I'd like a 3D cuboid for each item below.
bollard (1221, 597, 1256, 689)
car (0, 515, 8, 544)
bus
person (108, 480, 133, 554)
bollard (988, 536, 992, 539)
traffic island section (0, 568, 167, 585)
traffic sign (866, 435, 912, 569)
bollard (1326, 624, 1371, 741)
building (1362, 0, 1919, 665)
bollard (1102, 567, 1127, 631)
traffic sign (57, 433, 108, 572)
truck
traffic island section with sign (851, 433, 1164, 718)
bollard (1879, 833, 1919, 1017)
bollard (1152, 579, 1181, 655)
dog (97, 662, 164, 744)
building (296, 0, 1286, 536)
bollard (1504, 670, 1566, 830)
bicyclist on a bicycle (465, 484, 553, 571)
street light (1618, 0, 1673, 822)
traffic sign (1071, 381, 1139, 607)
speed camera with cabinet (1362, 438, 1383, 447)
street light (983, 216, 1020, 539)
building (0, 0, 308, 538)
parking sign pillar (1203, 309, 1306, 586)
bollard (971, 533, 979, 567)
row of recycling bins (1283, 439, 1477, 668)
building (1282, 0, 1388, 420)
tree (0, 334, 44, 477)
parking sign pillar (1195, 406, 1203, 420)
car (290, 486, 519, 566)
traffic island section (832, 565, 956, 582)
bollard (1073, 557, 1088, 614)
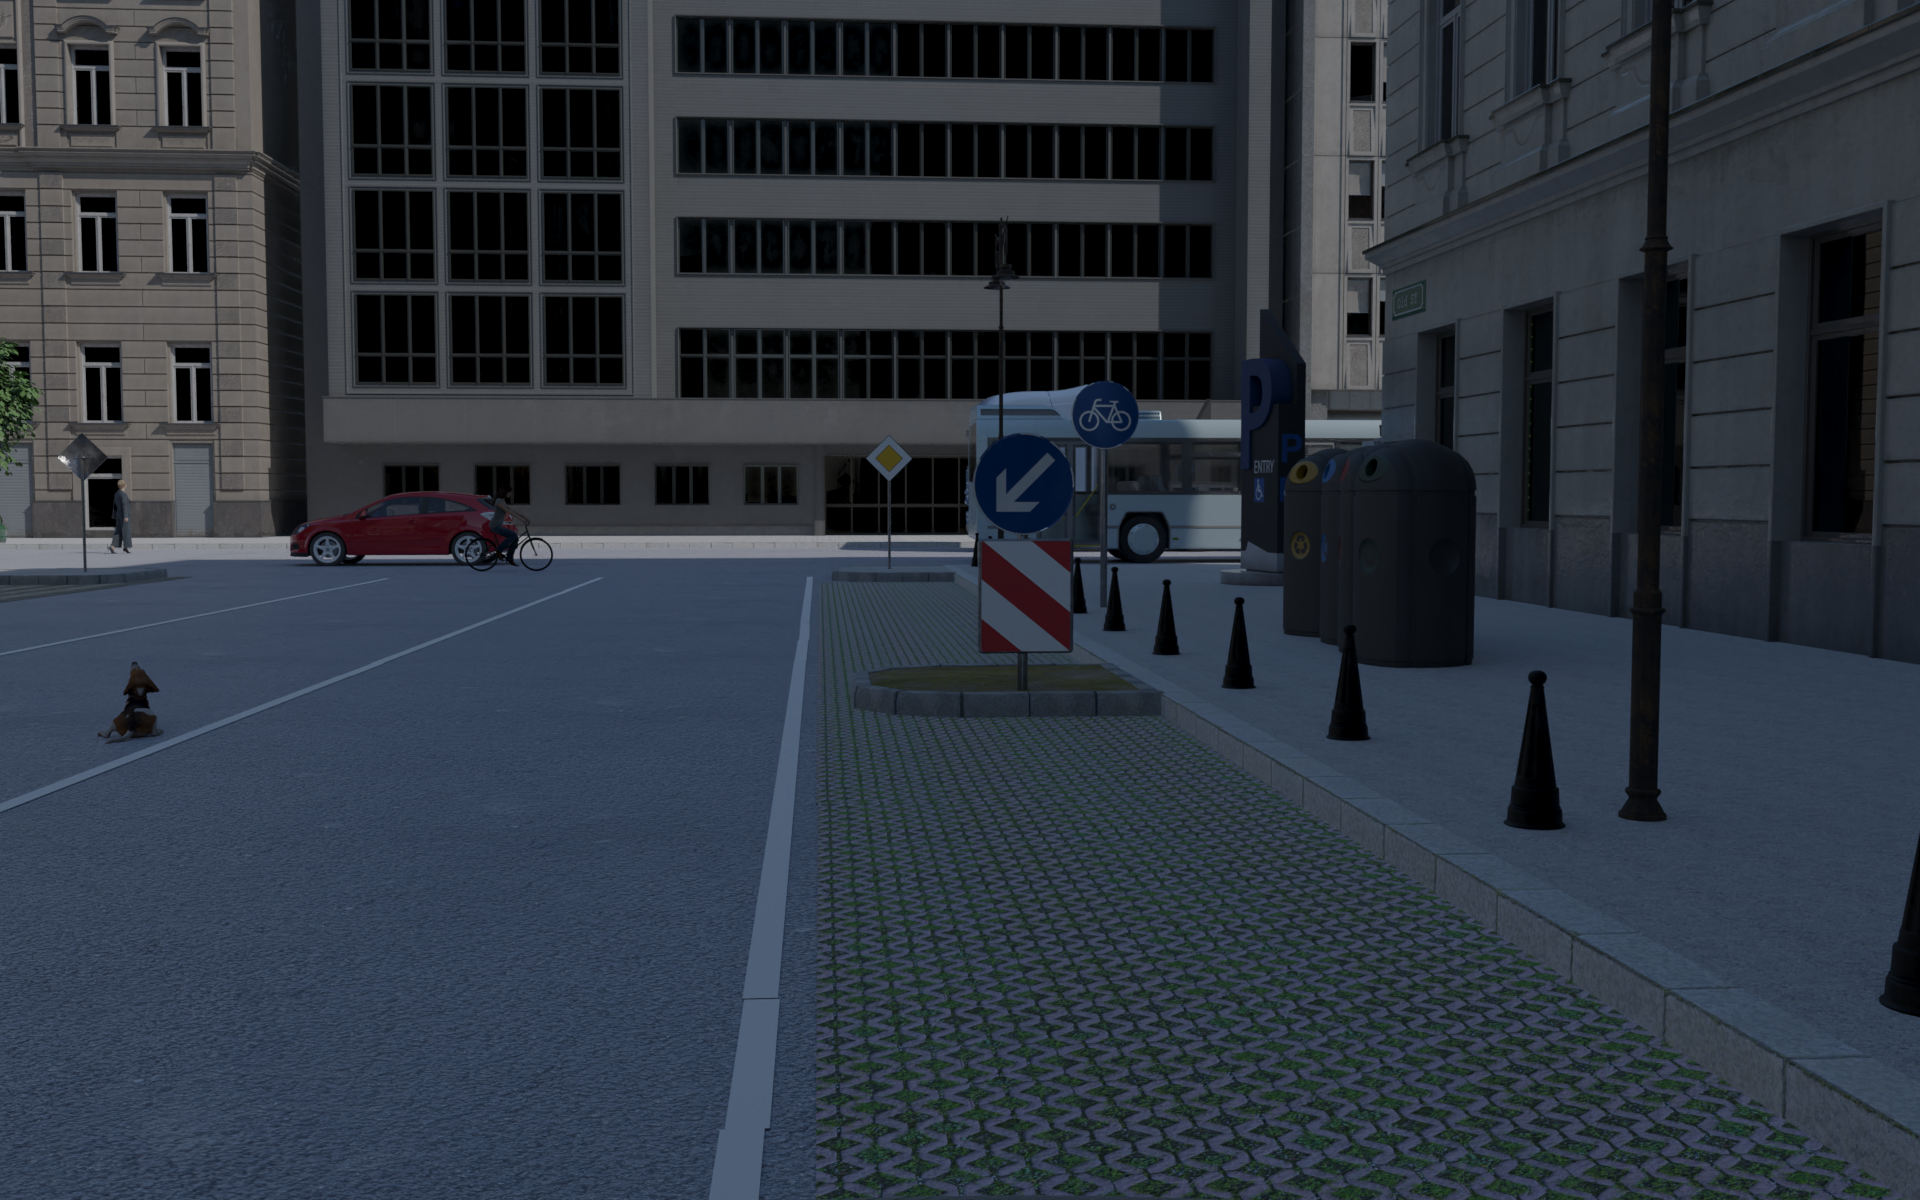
[{"bbox_3d":[1.848,0.279,11.472,0.229,0.601,0.229,0,3,0],"label":"bollard"},{"bbox_3d":[-24.885,-1.739,40.233,4.920,1.459,2.131,0,4,-4],"label":"car"},{"bbox_3d":[6.864,-2.578,37.005,13.247,3.499,2.948,0,4,-4],"label":"bus"},{"bbox_3d":[-20.154,-2.000,41.629,0.576,1.772,0.534,1,4,15],"label":"person"},{"bbox_3d":[0.491,-0.744,28.208,0.229,0.601,0.229,0,3,0],"label":"bollard"},{"bbox_3d":[-14.434,-0.382,28.535,2.009,0.180,2.903,0,4,-5],"label":"traffic island section"},{"bbox_3d":[-1.208,-1.583,29.519,0.795,2.450,0.064,0,4,-5],"label":"traffic sign"},{"bbox_3d":[2.041,0.425,9.085,0.229,0.601,0.229,0,3,0],"label":"bollard"},{"bbox_3d":[15.773,-13.918,3.979,17.030,29.872,44.131,0,4,-5],"label":"building"},{"bbox_3d":[1.452,-0.014,16.263,0.229,0.601,0.229,0,3,0],"label":"bollard"},{"bbox_3d":[-14.411,-1.519,28.475,0.795,2.450,0.064,0,4,-5],"label":"traffic sign"},{"bbox_3d":[8.852,-3.327,44.157,18.799,4.110,2.967,0,4,-5],"label":"truck"},{"bbox_3d":[0.249,-0.206,11.989,1.989,1.847,2.006,0,4,-5],"label":"traffic island section with sign"},{"bbox_3d":[2.426,0.717,4.312,0.229,0.601,0.229,0,3,0],"label":"bollard"},{"bbox_3d":[1.653,0.134,13.858,0.229,0.601,0.229,0,3,0],"label":"bollard"},{"bbox_3d":[-4.998,0.603,10.330,0.550,0.427,0.748,1,4,18],"label":"dog"},{"bbox_3d":[-5.232,-14.619,58.079,30.058,24.678,14.314,0,4,-5],"label":"building"},{"bbox_3d":[2.228,0.571,6.698,0.229,0.601,0.229,0,3,0],"label":"bollard"},{"bbox_3d":[-8.352,-1.348,32.062,1.625,1.676,1.499,0,4,-6],"label":"bicyclist on a bicycle"},{"bbox_3d":[2.705,-2.073,6.687,0.468,5.910,1.993,0,4,-5],"label":"street light"},{"bbox_3d":[1.628,-1.189,19.553,0.768,2.556,0.104,0,4,-3],"label":"traffic sign"},{"bbox_3d":[6.903,-2.127,29.120,0.660,3.252,2.038,0,4,-3],"label":"speed camera with cabinet"},{"bbox_3d":[0.691,-3.445,29.112,0.468,5.910,1.993,0,4,-5],"label":"street light"},{"bbox_3d":[-33.000,-15.739,54.604,25.104,27.353,12.463,0,4,-5],"label":"building"},{"bbox_3d":[4.457,-2.215,24.688,1.447,3.967,1.447,-1,4,-14],"label":"parking sign pillar"},{"bbox_3d":[0.300,-0.891,30.605,0.229,0.601,0.229,0,3,0],"label":"bollard"},{"bbox_3d":[3.463,-0.449,14.460,1.069,1.692,3.534,0,4,0],"label":"row of recycling bins"},{"bbox_3d":[19.761,-14.745,59.104,19.932,24.808,12.078,0,4,-5],"label":"building"},{"bbox_3d":[-17.325,-2.790,29.324,4.285,4.588,4.351,0,3,0],"label":"tree"},{"bbox_3d":[6.633,-3.683,48.691,1.447,3.967,1.447,2,4,27],"label":"parking sign pillar"},{"bbox_3d":[-11.293,-1.600,35.197,4.494,1.783,2.155,0,4,-4],"label":"car"},{"bbox_3d":[-1.185,-0.448,29.598,2.009,0.180,2.903,0,4,-5],"label":"traffic island section"},{"bbox_3d":[1.267,-0.160,18.650,0.229,0.601,0.229,0,3,0],"label":"bollard"}]
